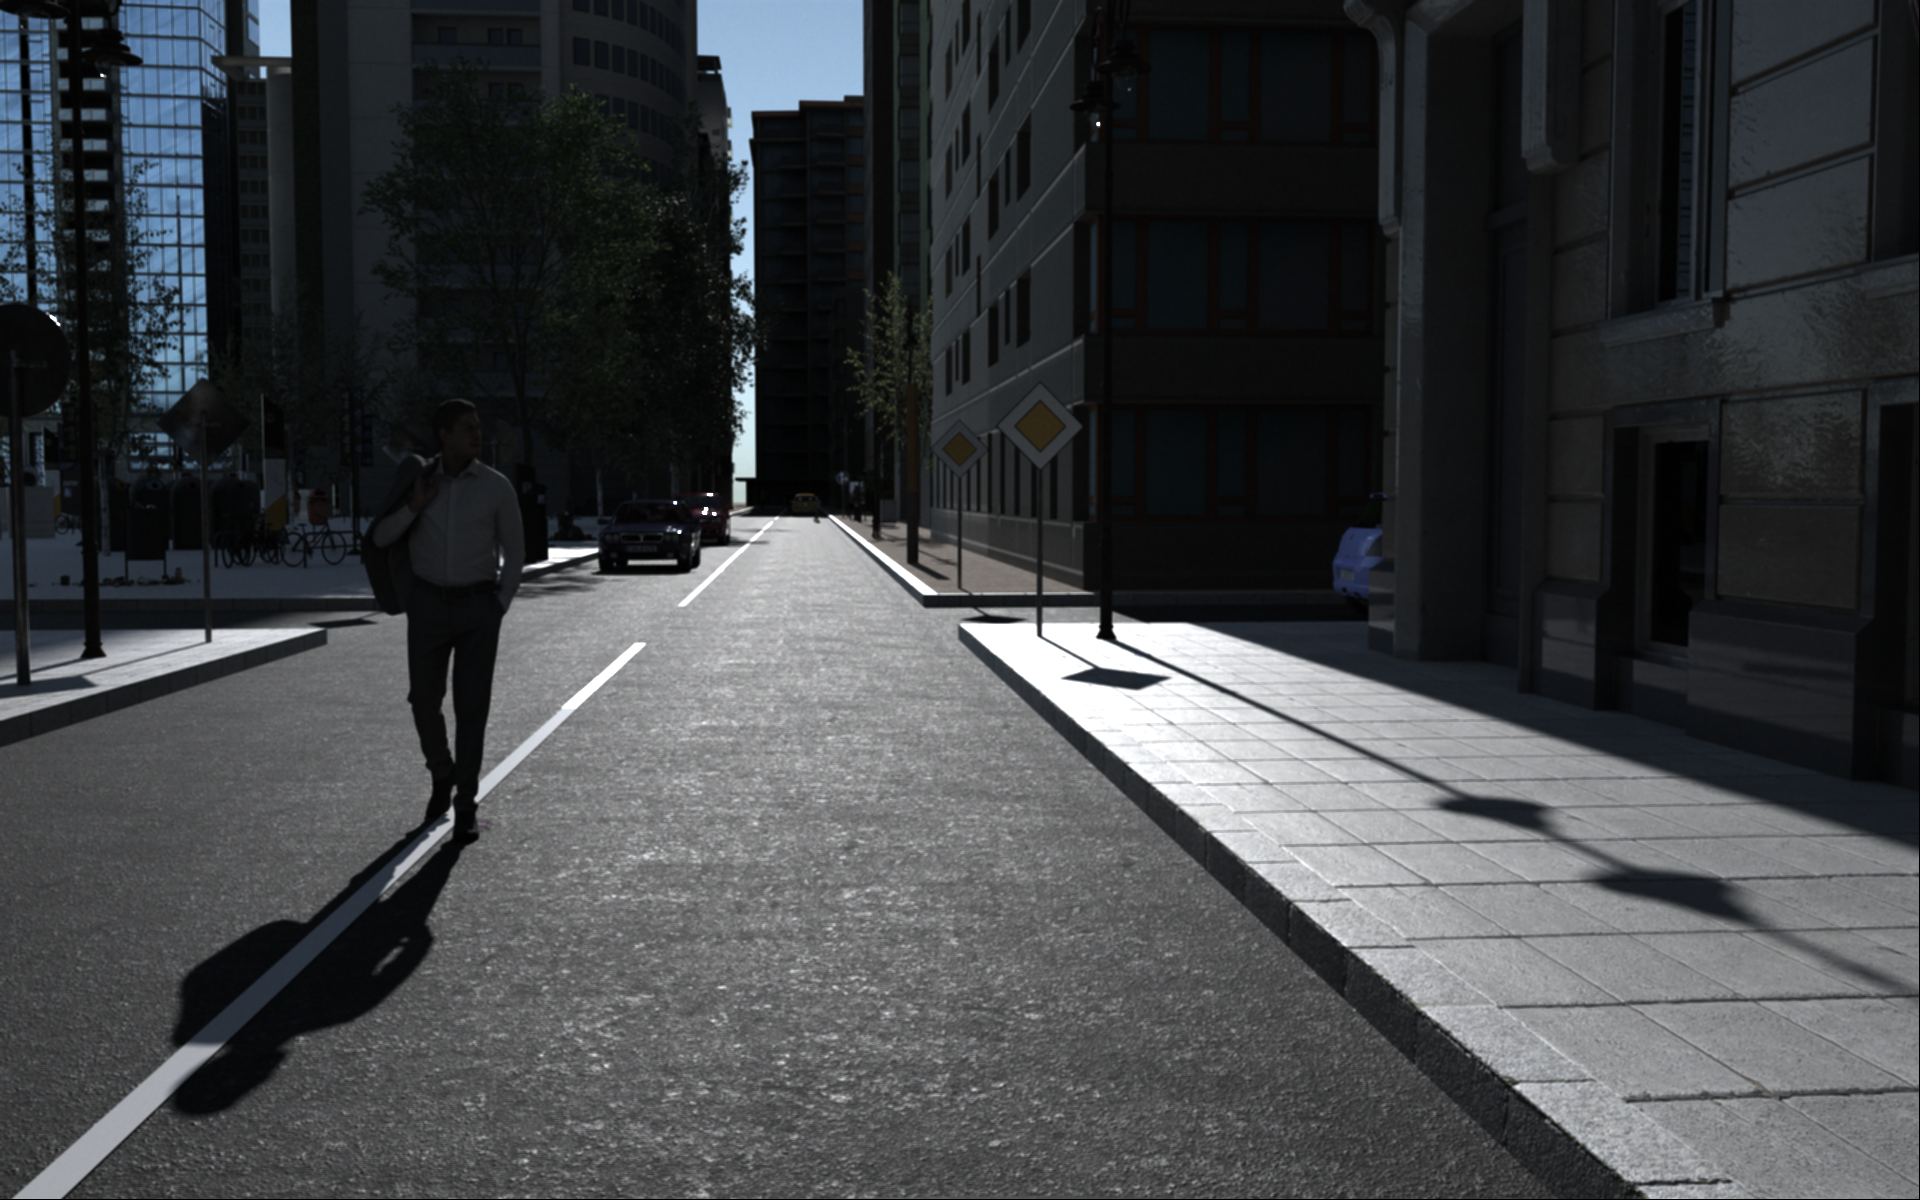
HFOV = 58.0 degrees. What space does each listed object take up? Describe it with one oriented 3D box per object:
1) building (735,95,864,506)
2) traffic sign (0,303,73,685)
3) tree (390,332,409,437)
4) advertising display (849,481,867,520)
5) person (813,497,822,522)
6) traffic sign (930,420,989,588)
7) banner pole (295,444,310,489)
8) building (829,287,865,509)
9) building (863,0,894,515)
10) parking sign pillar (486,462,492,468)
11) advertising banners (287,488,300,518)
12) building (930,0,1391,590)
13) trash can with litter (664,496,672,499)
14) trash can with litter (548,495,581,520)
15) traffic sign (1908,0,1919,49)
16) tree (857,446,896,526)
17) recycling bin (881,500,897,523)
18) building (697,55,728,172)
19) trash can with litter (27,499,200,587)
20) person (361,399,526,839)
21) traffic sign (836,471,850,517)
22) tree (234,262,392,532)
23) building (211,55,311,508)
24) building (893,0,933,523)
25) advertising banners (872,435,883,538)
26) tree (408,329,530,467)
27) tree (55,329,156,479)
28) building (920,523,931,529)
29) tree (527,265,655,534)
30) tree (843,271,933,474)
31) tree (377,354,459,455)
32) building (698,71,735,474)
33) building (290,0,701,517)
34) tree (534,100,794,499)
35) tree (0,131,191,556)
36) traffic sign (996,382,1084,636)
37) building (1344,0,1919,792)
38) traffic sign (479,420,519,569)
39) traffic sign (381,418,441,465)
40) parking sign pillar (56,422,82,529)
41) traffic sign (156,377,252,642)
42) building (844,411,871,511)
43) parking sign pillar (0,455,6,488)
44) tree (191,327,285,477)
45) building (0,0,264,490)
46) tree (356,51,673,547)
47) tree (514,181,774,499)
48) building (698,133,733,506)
[{"bbox_3d":[-10.327,-32.959,193.496,28.867,44.769,22.147,0,4,-5],"label":"building"},{"bbox_3d":[-6.300,-0.702,11.576,0.768,2.556,0.104,0,4,4],"label":"traffic sign"},{"bbox_3d":[-23.562,-7.083,66.177,4.360,8.622,3.978,0,3,0],"label":"tree"},{"bbox_3d":[-5.020,-4.881,85.024,0.974,1.923,0.123,2,4,29],"label":"advertising display"},{"bbox_3d":[-7.204,-4.571,87.508,0.475,1.303,0.640,-3,5,-40],"label":"person"},{"bbox_3d":[-0.009,-1.216,23.516,0.795,2.450,0.064,0,4,-5],"label":"traffic sign"},{"bbox_3d":[-31.663,-5.721,83.550,0.863,3.779,0.401,-3,4,-37],"label":"banner pole"},{"bbox_3d":[1.978,-19.280,160.261,27.650,21.520,28.899,0,4,-5],"label":"building"},{"bbox_3d":[1.282,-27.869,105.774,14.600,45.320,14.200,0,4,-5],"label":"building"},{"bbox_3d":[-24.721,-6.175,89.441,1.447,3.967,1.447,2,4,30],"label":"parking sign pillar"},{"bbox_3d":[-34.340,-5.659,88.720,2.074,3.025,0.090,3,4,36],"label":"advertising banners"},{"bbox_3d":[14.785,-11.771,37.497,28.899,21.520,27.650,0,4,-5],"label":"building"},{"bbox_3d":[-14.449,-4.485,84.717,0.624,1.170,1.055,2,4,30],"label":"trash can with litter"},{"bbox_3d":[-19.958,-4.647,87.041,2.233,1.210,1.678,-3,4,-38],"label":"trash can with litter"},{"bbox_3d":[1.957,-0.175,2.975,0.768,2.556,0.104,0,4,0],"label":"traffic sign"},{"bbox_3d":[-3.042,-4.573,69.364,1.663,3.219,1.824,0,3,0],"label":"tree"},{"bbox_3d":[-3.291,-4.029,78.420,0.722,1.027,0.722,-1,4,-17],"label":"recycling bin"},{"bbox_3d":[-28.968,-29.381,163.975,14.086,41.232,14.154,0,4,-5],"label":"building"},{"bbox_3d":[-11.965,-0.826,24.555,2.233,1.210,1.678,-1,4,-17],"label":"trash can with litter"},{"bbox_3d":[-2.211,0.071,7.434,0.679,1.850,0.850,-1,4,-13],"label":"person"},{"bbox_3d":[-6.402,-5.794,94.833,0.768,2.556,0.104,0,4,-4],"label":"traffic sign"},{"bbox_3d":[-21.319,-6.425,55.408,4.360,8.622,3.978,0,3,0],"label":"tree"},{"bbox_3d":[-48.667,-28.242,153.632,23.993,40.220,32.217,0,4,-5],"label":"building"},{"bbox_3d":[3.404,-24.964,91.754,14.154,41.232,14.086,0,4,-5],"label":"building"},{"bbox_3d":[-2.423,-3.368,51.259,0.090,3.025,2.074,0,4,6],"label":"advertising banners"},{"bbox_3d":[-20.470,-7.489,72.801,4.360,8.622,3.978,0,3,0],"label":"tree"},{"bbox_3d":[-38.760,-7.814,78.125,4.737,8.622,4.395,0,3,0],"label":"tree"},{"bbox_3d":[5.266,-23.620,69.788,14.154,41.232,14.086,0,4,-5],"label":"building"},{"bbox_3d":[-11.433,-6.369,54.495,4.737,8.622,4.395,0,3,0],"label":"tree"},{"bbox_3d":[-1.668,-6.498,56.601,4.360,8.622,3.978,0,3,0],"label":"tree"},{"bbox_3d":[-28.537,-8.649,91.775,4.737,8.622,4.395,0,3,0],"label":"tree"},{"bbox_3d":[-40.343,-34.972,191.408,30.456,49.044,23.786,0,4,-5],"label":"building"},{"bbox_3d":[-28.017,-34.714,109.577,21.231,58.520,28.212,0,4,-5],"label":"building"},{"bbox_3d":[-14.610,-14.059,85.756,12.611,20.169,13.585,0,3,0],"label":"tree"},{"bbox_3d":[-17.656,-5.201,35.398,4.360,8.622,3.978,0,3,0],"label":"tree"},{"bbox_3d":[0.714,-0.729,15.564,0.795,2.450,0.064,0,4,-5],"label":"traffic sign"},{"bbox_3d":[10.452,-13.362,4.376,13.634,28.700,20.117,0,4,-5],"label":"building"},{"bbox_3d":[-7.935,-1.805,29.625,0.768,2.556,0.104,0,4,-5],"label":"traffic sign"},{"bbox_3d":[-7.225,-1.177,22.883,0.795,2.450,0.064,0,4,-5],"label":"traffic sign"},{"bbox_3d":[-33.206,-4.663,64.708,1.447,3.967,1.447,1,4,17],"label":"parking sign pillar"},{"bbox_3d":[-6.502,-0.690,14.931,0.795,2.450,0.064,0,4,-5],"label":"traffic sign"},{"bbox_3d":[2.851,-49.843,127.610,22.319,86.520,31.000,0,4,-5],"label":"building"},{"bbox_3d":[-47.394,-5.878,84.574,1.447,3.967,1.447,-1,4,-12],"label":"parking sign pillar"},{"bbox_3d":[-32.443,-7.782,77.590,4.737,8.622,4.395,0,3,0],"label":"tree"},{"bbox_3d":[-76.521,-51.513,154.911,31.000,86.520,22.319,0,4,-5],"label":"building"},{"bbox_3d":[-10.572,-7.093,41.733,9.928,11.665,9.643,0,3,0],"label":"tree"},{"bbox_3d":[-11.676,-8.970,63.660,9.611,12.733,9.660,0,3,0],"label":"tree"},{"bbox_3d":[-26.781,-22.969,147.239,14.160,30.474,14.107,0,4,-5],"label":"building"}]
